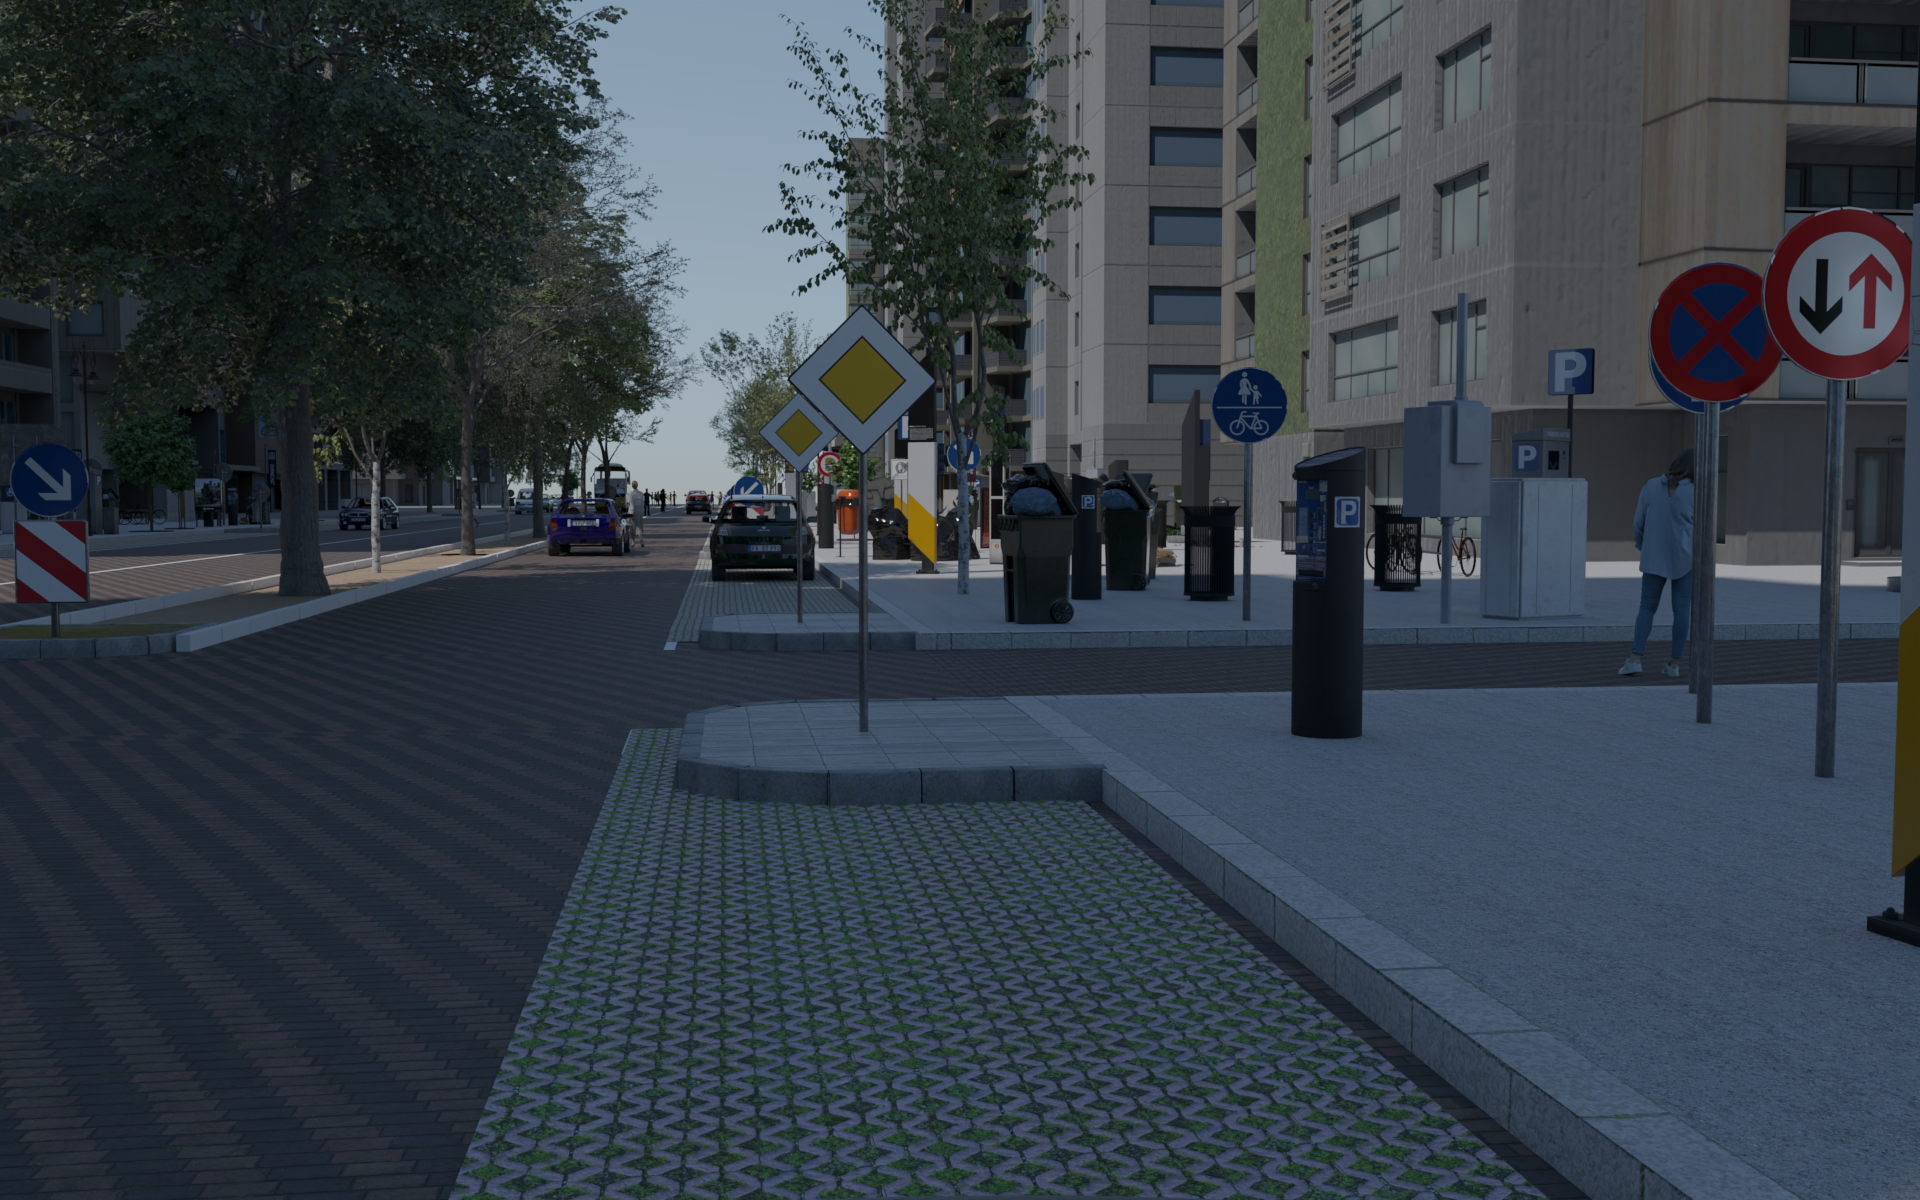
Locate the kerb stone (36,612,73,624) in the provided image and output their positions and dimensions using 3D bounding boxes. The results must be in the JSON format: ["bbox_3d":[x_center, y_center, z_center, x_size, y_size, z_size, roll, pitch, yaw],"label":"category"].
[{"bbox_3d":[-9.496,0.260,17.988,0.120,0.150,1.000,0,4,-8],"label":"kerb stone"}]

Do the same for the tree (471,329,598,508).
[{"bbox_3d":[-41.811,-18.542,159.057,12.611,20.169,13.585,0,3,0],"label":"tree"}]

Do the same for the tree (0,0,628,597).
[{"bbox_3d":[-9.198,-7.016,23.830,9.857,13.997,8.962,0,3,0],"label":"tree"}]

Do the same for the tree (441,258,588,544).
[{"bbox_3d":[-12.740,-5.849,48.447,4.360,8.622,3.978,0,3,0],"label":"tree"}]

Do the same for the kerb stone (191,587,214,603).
[{"bbox_3d":[-10.176,-0.052,23.072,0.120,0.150,1.000,0,4,-8],"label":"kerb stone"}]

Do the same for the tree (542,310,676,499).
[{"bbox_3d":[-17.575,-9.632,85.693,9.928,11.665,9.643,0,3,0],"label":"tree"}]

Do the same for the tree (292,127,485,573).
[{"bbox_3d":[-10.609,-4.797,31.252,4.737,8.622,4.395,0,3,0],"label":"tree"}]

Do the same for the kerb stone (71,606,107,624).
[{"bbox_3d":[-9.628,0.195,19.001,0.120,0.150,1.000,0,4,-8],"label":"kerb stone"}]

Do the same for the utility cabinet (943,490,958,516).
[{"bbox_3d":[-0.289,-4.925,89.208,1.173,1.500,0.318,3,4,36],"label":"utility cabinet"}]

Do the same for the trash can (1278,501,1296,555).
[{"bbox_3d":[7.103,-1.528,36.643,0.748,1.137,0.748,0,3,0],"label":"trash can"}]

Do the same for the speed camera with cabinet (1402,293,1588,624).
[{"bbox_3d":[5.466,-1.425,17.635,2.038,3.252,0.660,-2,4,-28],"label":"speed camera with cabinet"}]

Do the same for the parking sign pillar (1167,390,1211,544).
[{"bbox_3d":[6.171,-3.483,45.418,1.447,3.967,1.447,0,4,-7],"label":"parking sign pillar"}]

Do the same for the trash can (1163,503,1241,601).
[{"bbox_3d":[3.007,-0.564,20.881,0.748,1.137,0.748,0,3,0],"label":"trash can"}]

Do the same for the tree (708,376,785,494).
[{"bbox_3d":[-15.258,-12.344,136.233,8.767,10.594,7.601,-3,4,-36],"label":"tree"}]

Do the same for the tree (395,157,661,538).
[{"bbox_3d":[-13.553,-8.261,55.646,7.486,12.596,7.792,0,3,0],"label":"tree"}]

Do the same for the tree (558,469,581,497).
[{"bbox_3d":[-48.691,-14.184,215.625,4.285,4.588,4.351,0,3,0],"label":"tree"}]

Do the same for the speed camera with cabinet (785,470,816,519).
[{"bbox_3d":[-8.010,-5.701,87.554,0.660,3.252,2.038,-2,4,-33],"label":"speed camera with cabinet"}]

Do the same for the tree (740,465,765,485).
[{"bbox_3d":[-22.820,-12.641,190.389,4.285,4.588,4.351,0,3,0],"label":"tree"}]

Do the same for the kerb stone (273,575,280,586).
[{"bbox_3d":[-10.736,-0.301,27.122,0.120,0.150,1.000,0,4,-8],"label":"kerb stone"}]

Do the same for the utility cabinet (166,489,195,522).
[{"bbox_3d":[-35.892,-4.348,79.775,1.173,1.500,0.318,-2,4,-33],"label":"utility cabinet"}]

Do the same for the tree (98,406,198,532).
[{"bbox_3d":[-27.582,-4.608,59.055,4.285,4.588,4.351,0,3,0],"label":"tree"}]

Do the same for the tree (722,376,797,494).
[{"bbox_3d":[-17.056,-13.988,154.454,9.928,11.665,9.643,0,3,0],"label":"tree"}]

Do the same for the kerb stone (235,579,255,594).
[{"bbox_3d":[-10.459,-0.174,25.097,0.120,0.150,1.000,0,4,-8],"label":"kerb stone"}]

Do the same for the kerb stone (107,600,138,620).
[{"bbox_3d":[-9.765,0.133,20.018,0.120,0.150,1.000,0,4,-8],"label":"kerb stone"}]

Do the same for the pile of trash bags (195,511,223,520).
[{"bbox_3d":[-38.611,-4.722,86.955,3.447,1.369,1.912,2,4,30],"label":"pile of trash bags"}]

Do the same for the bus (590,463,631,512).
[{"bbox_3d":[-27.894,-9.023,139.077,2.896,3.916,12.252,-1,4,-9],"label":"bus"}]

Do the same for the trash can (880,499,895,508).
[{"bbox_3d":[-2.191,-2.666,55.235,0.748,1.137,0.748,0,3,0],"label":"trash can"}]

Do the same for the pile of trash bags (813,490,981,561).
[{"bbox_3d":[-1.212,-1.510,34.442,3.447,1.369,1.912,3,5,40],"label":"pile of trash bags"}]

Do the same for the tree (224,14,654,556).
[{"bbox_3d":[-11.477,-7.776,39.963,12.009,13.543,11.850,0,3,0],"label":"tree"}]

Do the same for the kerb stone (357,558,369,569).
[{"bbox_3d":[-11.549,-0.674,33.222,0.120,0.150,1.000,0,4,-8],"label":"kerb stone"}]

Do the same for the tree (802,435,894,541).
[{"bbox_3d":[-3.030,-3.245,47.663,1.663,3.219,1.824,0,3,0],"label":"tree"}]

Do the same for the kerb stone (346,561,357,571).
[{"bbox_3d":[-11.423,-0.612,32.206,0.120,0.150,1.000,0,4,-8],"label":"kerb stone"}]

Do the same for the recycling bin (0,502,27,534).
[{"bbox_3d":[-30.436,-2.640,55.720,0.722,1.027,0.722,-2,4,-30],"label":"recycling bin"}]

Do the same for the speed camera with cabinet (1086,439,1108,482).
[{"bbox_3d":[4.459,-4.110,61.542,0.660,3.252,2.038,3,5,44],"label":"speed camera with cabinet"}]

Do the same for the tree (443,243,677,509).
[{"bbox_3d":[-14.653,-7.759,63.725,8.767,10.594,7.601,0,4,-8],"label":"tree"}]

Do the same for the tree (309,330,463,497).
[{"bbox_3d":[-33.048,-11.137,99.094,9.611,12.733,9.660,0,3,0],"label":"tree"}]

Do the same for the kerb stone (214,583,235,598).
[{"bbox_3d":[-10.322,-0.108,24.084,0.120,0.150,1.000,0,4,-8],"label":"kerb stone"}]

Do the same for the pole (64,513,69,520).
[{"bbox_3d":[-44.768,-5.676,86.640,0.158,3.312,0.155,0,3,0],"label":"pole"}]

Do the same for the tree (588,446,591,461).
[{"bbox_3d":[-50.700,-16.986,228.088,4.360,8.622,3.978,0,3,0],"label":"tree"}]

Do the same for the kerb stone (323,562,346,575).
[{"bbox_3d":[-11.285,-0.548,31.192,0.120,0.150,1.000,0,4,-8],"label":"kerb stone"}]

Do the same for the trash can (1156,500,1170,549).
[{"bbox_3d":[4.412,-1.704,39.514,0.748,1.137,0.748,0,3,0],"label":"trash can"}]

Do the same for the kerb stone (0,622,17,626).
[{"bbox_3d":[-9.345,0.322,16.974,0.120,0.150,1.000,0,4,-8],"label":"kerb stone"}]

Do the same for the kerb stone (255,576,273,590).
[{"bbox_3d":[-10.591,-0.236,26.110,0.120,0.150,1.000,0,4,-8],"label":"kerb stone"}]

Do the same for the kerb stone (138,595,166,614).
[{"bbox_3d":[-9.898,0.071,21.037,0.120,0.150,1.000,0,4,-8],"label":"kerb stone"}]

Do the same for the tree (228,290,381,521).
[{"bbox_3d":[-30.811,-9.529,81.562,9.928,11.665,9.643,0,3,0],"label":"tree"}]

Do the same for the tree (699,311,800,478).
[{"bbox_3d":[-19.591,-19.700,177.991,12.611,20.169,13.585,0,3,0],"label":"tree"}]

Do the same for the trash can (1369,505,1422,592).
[{"bbox_3d":[5.801,-0.691,22.951,0.748,1.137,0.748,0,3,0],"label":"trash can"}]

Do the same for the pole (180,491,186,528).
[{"bbox_3d":[-29.061,-4.333,64.693,0.158,3.312,0.155,0,3,0],"label":"pole"}]

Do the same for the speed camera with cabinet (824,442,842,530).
[{"bbox_3d":[-4.248,-4.190,62.848,0.660,3.252,2.038,-2,4,-29],"label":"speed camera with cabinet"}]

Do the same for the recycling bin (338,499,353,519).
[{"bbox_3d":[-31.198,-4.631,88.273,0.722,1.027,0.722,3,5,43],"label":"recycling bin"}]

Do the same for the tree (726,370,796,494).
[{"bbox_3d":[-11.388,-9.593,107.207,4.360,8.622,3.978,0,3,0],"label":"tree"}]

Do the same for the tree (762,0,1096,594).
[{"bbox_3d":[-0.123,-4.373,21.853,4.737,8.622,4.395,0,3,0],"label":"tree"}]

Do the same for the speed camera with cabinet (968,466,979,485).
[{"bbox_3d":[0.468,-4.656,70.466,0.660,3.252,2.038,0,4,2],"label":"speed camera with cabinet"}]

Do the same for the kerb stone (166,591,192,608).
[{"bbox_3d":[-10.035,0.009,22.054,0.120,0.150,1.000,0,4,-8],"label":"kerb stone"}]

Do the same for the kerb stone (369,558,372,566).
[{"bbox_3d":[-11.701,-0.733,34.236,0.120,0.150,1.000,0,4,-8],"label":"kerb stone"}]

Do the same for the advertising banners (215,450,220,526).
[{"bbox_3d":[-29.623,-4.456,69.049,0.090,3.025,2.074,-1,4,-20],"label":"advertising banners"}]

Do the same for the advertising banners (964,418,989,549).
[{"bbox_3d":[0.628,-2.729,40.812,0.090,3.025,2.074,2,4,31],"label":"advertising banners"}]

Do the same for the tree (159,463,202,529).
[{"bbox_3d":[-28.387,-4.190,63.115,1.663,3.219,1.824,0,3,0],"label":"tree"}]
